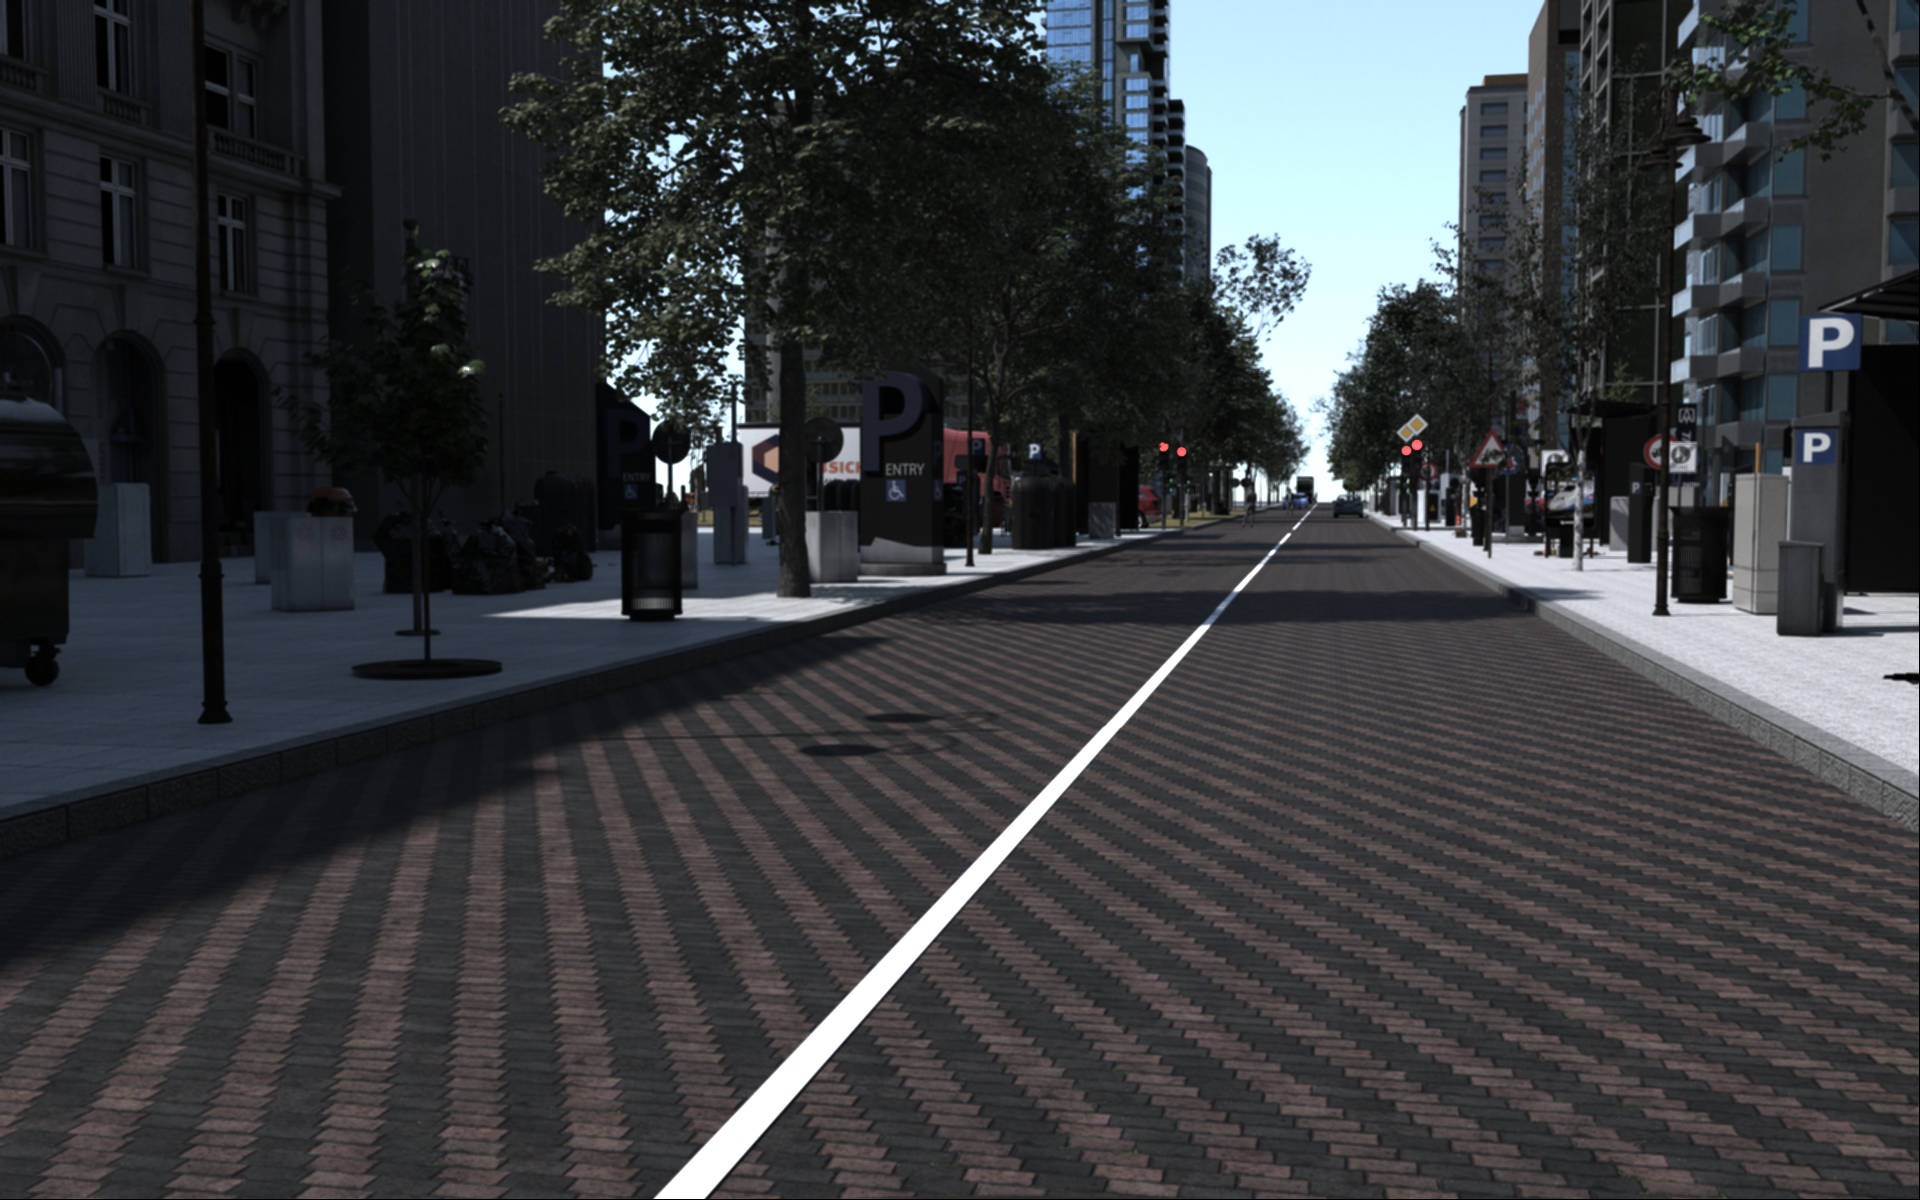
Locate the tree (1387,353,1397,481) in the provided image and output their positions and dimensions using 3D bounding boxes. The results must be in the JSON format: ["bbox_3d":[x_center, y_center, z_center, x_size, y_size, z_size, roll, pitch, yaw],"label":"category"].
[{"bbox_3d":[15.442,-6.216,51.988,4.360,8.622,3.978,0,3,0],"label":"tree"}]

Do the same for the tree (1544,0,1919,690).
[{"bbox_3d":[6.779,-5.222,11.140,9.928,11.665,9.643,0,3,0],"label":"tree"}]

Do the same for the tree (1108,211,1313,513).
[{"bbox_3d":[16.534,-15.963,116.883,12.611,20.169,13.585,0,3,0],"label":"tree"}]

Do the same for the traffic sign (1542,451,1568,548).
[{"bbox_3d":[13.994,-2.364,40.780,0.606,2.300,0.079,1,4,21],"label":"traffic sign"}]

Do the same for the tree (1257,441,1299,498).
[{"bbox_3d":[43.059,-17.616,238.381,4.737,8.622,4.395,0,3,0],"label":"tree"}]

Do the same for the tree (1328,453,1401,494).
[{"bbox_3d":[40.163,-14.164,165.994,8.767,10.594,7.601,3,5,41],"label":"tree"}]

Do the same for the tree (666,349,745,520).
[{"bbox_3d":[-12.979,-8.329,86.540,4.360,8.622,3.978,0,3,0],"label":"tree"}]

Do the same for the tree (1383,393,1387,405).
[{"bbox_3d":[22.202,-8.073,82.357,4.360,8.622,3.978,0,3,0],"label":"tree"}]

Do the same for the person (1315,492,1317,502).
[{"bbox_3d":[61.194,-17.682,297.611,0.705,1.823,1.348,0,4,2],"label":"person"}]

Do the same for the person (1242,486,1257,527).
[{"bbox_3d":[12.537,-4.051,75.014,0.520,1.790,0.573,-2,4,-28],"label":"person"}]

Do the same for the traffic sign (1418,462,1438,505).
[{"bbox_3d":[18.364,-4.158,68.088,0.768,2.556,0.104,1,4,16],"label":"traffic sign"}]

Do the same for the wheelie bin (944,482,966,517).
[{"bbox_3d":[-0.234,-2.380,46.820,0.693,1.594,0.980,2,4,30],"label":"wheelie bin"}]

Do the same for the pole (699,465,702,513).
[{"bbox_3d":[-18.045,-7.740,120.398,0.158,3.312,0.155,0,3,0],"label":"pole"}]

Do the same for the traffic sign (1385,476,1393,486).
[{"bbox_3d":[30.343,-7.456,122.004,0.768,2.556,0.104,1,4,15],"label":"traffic sign"}]

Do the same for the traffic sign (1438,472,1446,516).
[{"bbox_3d":[27.855,-6.081,99.536,0.768,2.556,0.104,1,4,19],"label":"traffic sign"}]

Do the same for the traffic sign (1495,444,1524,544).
[{"bbox_3d":[13.956,-2.692,44.116,0.768,2.556,0.104,1,4,16],"label":"traffic sign"}]

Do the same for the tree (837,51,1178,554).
[{"bbox_3d":[0.841,-6.246,36.532,7.601,10.594,8.767,2,4,23],"label":"tree"}]

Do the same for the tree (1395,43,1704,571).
[{"bbox_3d":[10.211,-4.798,28.807,4.360,8.622,3.978,0,3,0],"label":"tree"}]

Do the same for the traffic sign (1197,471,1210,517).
[{"bbox_3d":[13.494,-5.869,96.058,0.768,2.556,0.104,1,4,20],"label":"traffic sign"}]

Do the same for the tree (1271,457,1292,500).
[{"bbox_3d":[50.781,-19.896,275.654,4.360,8.622,3.978,0,3,0],"label":"tree"}]

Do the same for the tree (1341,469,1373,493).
[{"bbox_3d":[45.986,-13.136,198.480,4.285,4.588,4.351,0,3,0],"label":"tree"}]

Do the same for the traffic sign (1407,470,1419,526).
[{"bbox_3d":[17.924,-4.192,68.645,0.768,2.556,0.104,1,4,18],"label":"traffic sign"}]

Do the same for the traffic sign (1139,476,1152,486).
[{"bbox_3d":[10.443,-6.007,98.219,0.884,2.594,0.081,1,4,21],"label":"traffic sign"}]

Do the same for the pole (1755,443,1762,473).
[{"bbox_3d":[31.623,-4.575,68.643,0.158,3.312,0.155,0,3,0],"label":"pole"}]

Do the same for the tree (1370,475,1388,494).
[{"bbox_3d":[35.167,-9.129,143.862,1.663,3.219,1.824,0,3,0],"label":"tree"}]

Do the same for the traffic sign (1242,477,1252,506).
[{"bbox_3d":[21.817,-8.052,131.752,0.768,2.556,0.104,1,4,21],"label":"traffic sign"}]

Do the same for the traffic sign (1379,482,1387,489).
[{"bbox_3d":[34.016,-8.389,139.291,0.606,2.300,0.079,1,4,21],"label":"traffic sign"}]

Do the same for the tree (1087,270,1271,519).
[{"bbox_3d":[11.309,-10.527,89.132,9.611,12.733,9.660,0,3,0],"label":"tree"}]

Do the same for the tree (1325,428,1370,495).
[{"bbox_3d":[51.456,-18.828,225.956,7.486,12.596,7.792,0,3,0],"label":"tree"}]

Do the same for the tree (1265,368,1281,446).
[{"bbox_3d":[15.588,-11.350,103.696,7.486,12.596,7.792,0,3,0],"label":"tree"}]

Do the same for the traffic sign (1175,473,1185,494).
[{"bbox_3d":[10.544,-4.931,82.757,0.606,2.300,0.079,1,4,20],"label":"traffic sign"}]

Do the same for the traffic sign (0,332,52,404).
[{"bbox_3d":[-7.488,-0.830,13.669,0.768,2.556,0.104,1,4,16],"label":"traffic sign"}]

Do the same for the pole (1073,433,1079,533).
[{"bbox_3d":[3.859,-3.897,57.553,0.158,3.312,0.155,0,3,0],"label":"pole"}]

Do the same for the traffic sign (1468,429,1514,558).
[{"bbox_3d":[10.593,-2.113,34.556,0.884,2.594,0.081,1,4,21],"label":"traffic sign"}]

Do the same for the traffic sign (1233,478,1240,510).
[{"bbox_3d":[21.754,-8.370,136.948,0.768,2.556,0.104,1,4,20],"label":"traffic sign"}]

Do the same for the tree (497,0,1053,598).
[{"bbox_3d":[-1.721,-6.293,21.013,7.486,12.596,7.792,0,3,0],"label":"tree"}]

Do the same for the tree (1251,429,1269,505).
[{"bbox_3d":[35.021,-17.423,195.230,12.009,13.543,11.850,0,3,0],"label":"tree"}]

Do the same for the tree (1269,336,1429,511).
[{"bbox_3d":[31.035,-13.382,129.158,12.009,13.543,11.850,0,3,0],"label":"tree"}]

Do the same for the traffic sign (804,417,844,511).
[{"bbox_3d":[-2.289,-1.737,28.510,0.768,2.556,0.104,1,4,16],"label":"traffic sign"}]

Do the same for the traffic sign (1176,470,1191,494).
[{"bbox_3d":[9.401,-4.334,72.988,0.606,2.300,0.079,1,4,12],"label":"traffic sign"}]

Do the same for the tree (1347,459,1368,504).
[{"bbox_3d":[41.860,-14.031,179.770,4.737,8.622,4.395,0,3,0],"label":"tree"}]

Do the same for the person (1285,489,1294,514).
[{"bbox_3d":[23.304,-6.950,122.113,0.794,1.824,0.713,3,4,36],"label":"person"}]

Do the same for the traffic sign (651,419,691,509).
[{"bbox_3d":[-4.922,-1.794,29.443,0.768,2.556,0.104,1,4,21],"label":"traffic sign"}]

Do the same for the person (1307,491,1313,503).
[{"bbox_3d":[53.280,-15.649,263.999,1.348,1.869,0.705,-1,4,-13],"label":"person"}]

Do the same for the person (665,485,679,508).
[{"bbox_3d":[-12.063,-3.875,71.834,0.794,1.824,0.713,-2,4,-27],"label":"person"}]

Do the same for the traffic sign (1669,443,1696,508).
[{"bbox_3d":[14.250,-1.968,34.314,0.606,2.300,0.079,1,4,13],"label":"traffic sign"}]

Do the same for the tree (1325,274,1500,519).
[{"bbox_3d":[23.830,-10.619,90.630,9.611,12.733,9.660,0,3,0],"label":"tree"}]

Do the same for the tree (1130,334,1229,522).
[{"bbox_3d":[10.212,-7.883,79.245,4.360,8.622,3.978,0,3,0],"label":"tree"}]

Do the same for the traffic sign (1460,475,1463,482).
[{"bbox_3d":[31.232,-6.603,108.065,0.768,2.556,0.104,1,4,18],"label":"traffic sign"}]

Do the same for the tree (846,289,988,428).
[{"bbox_3d":[-1.583,-6.552,57.484,4.360,8.622,3.978,0,3,0],"label":"tree"}]

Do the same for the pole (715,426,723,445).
[{"bbox_3d":[-7.212,-3.551,51.908,0.158,3.312,0.155,0,3,0],"label":"pole"}]

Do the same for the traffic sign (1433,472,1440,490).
[{"bbox_3d":[27.537,-6.135,100.421,0.768,2.556,0.104,1,4,12],"label":"traffic sign"}]

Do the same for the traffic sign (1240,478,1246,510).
[{"bbox_3d":[22.363,-8.310,135.974,0.768,2.556,0.104,1,4,21],"label":"traffic sign"}]
